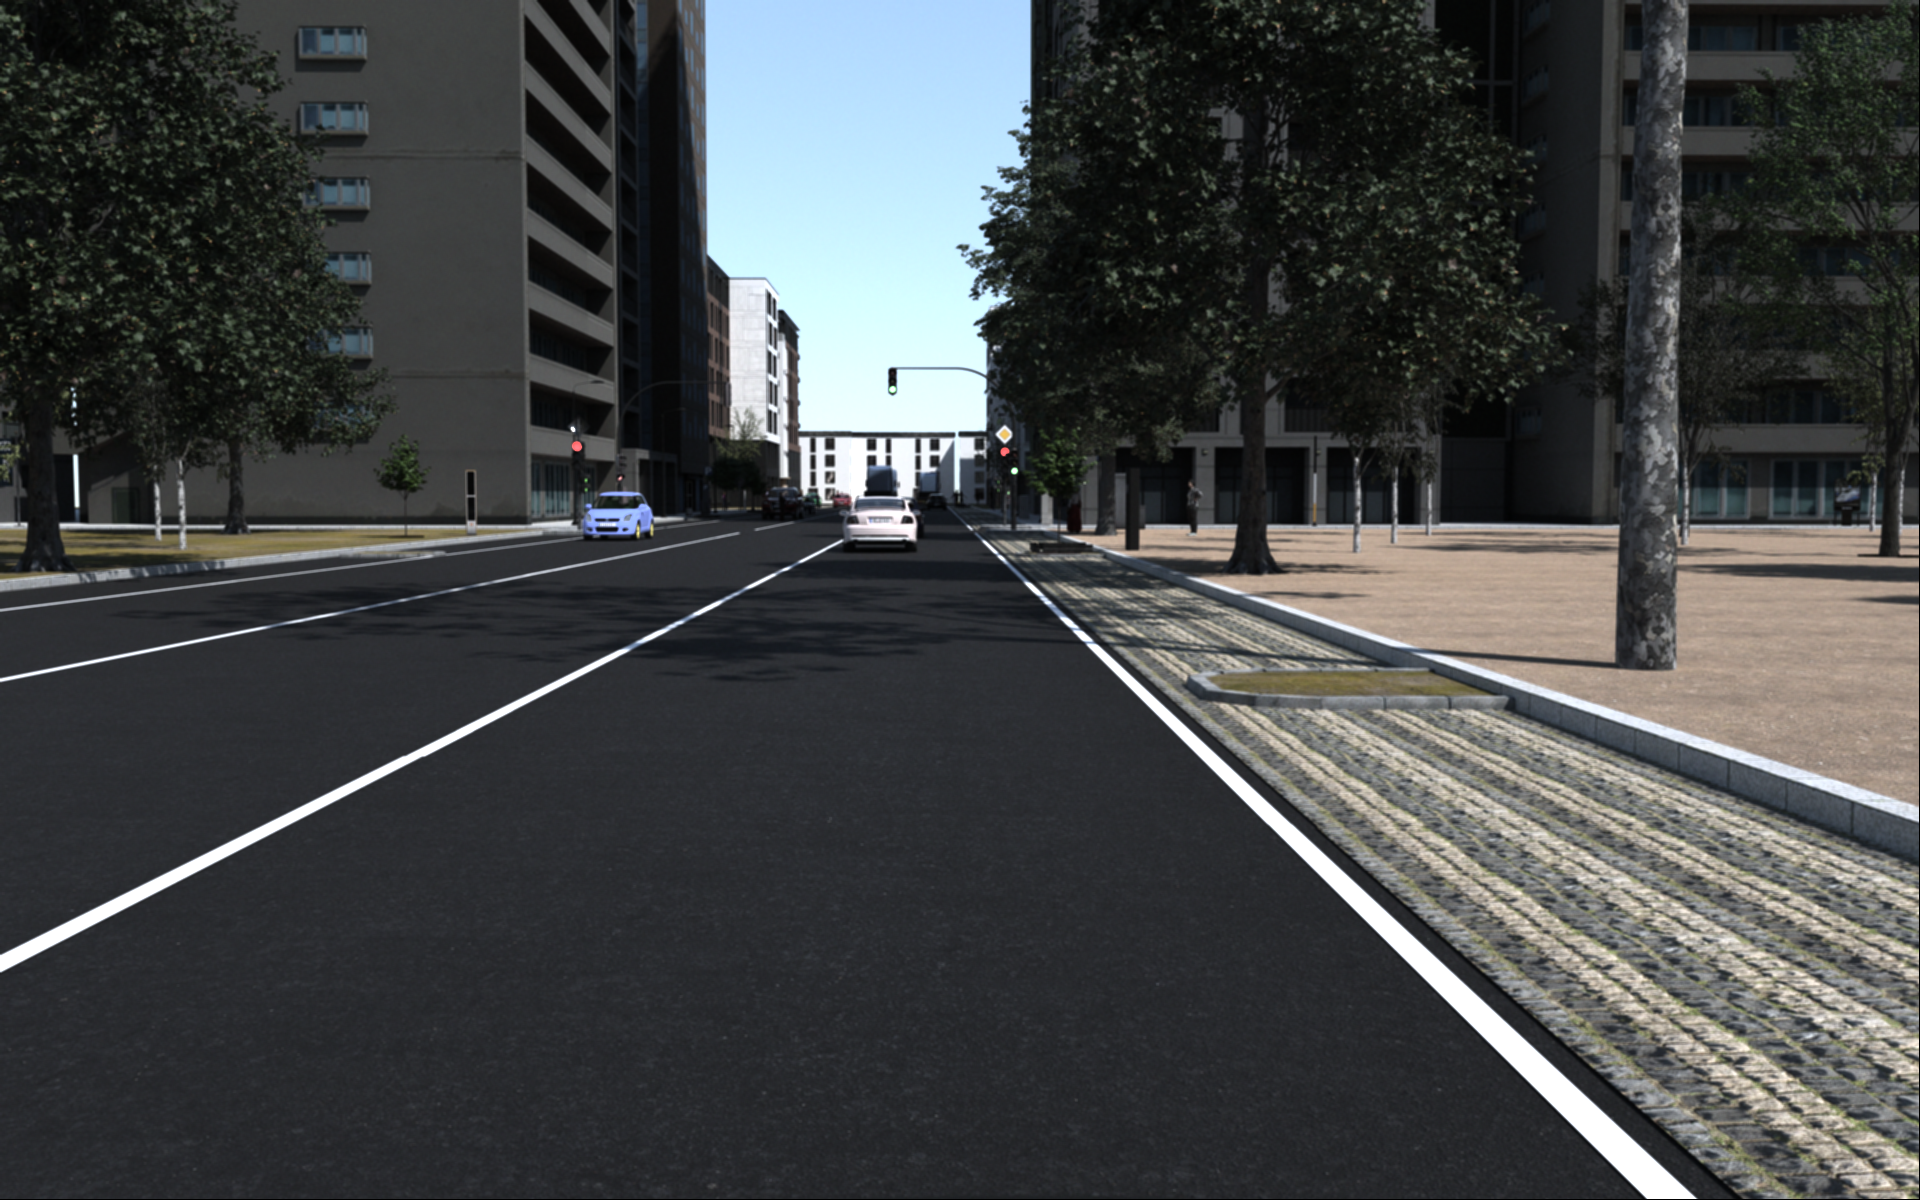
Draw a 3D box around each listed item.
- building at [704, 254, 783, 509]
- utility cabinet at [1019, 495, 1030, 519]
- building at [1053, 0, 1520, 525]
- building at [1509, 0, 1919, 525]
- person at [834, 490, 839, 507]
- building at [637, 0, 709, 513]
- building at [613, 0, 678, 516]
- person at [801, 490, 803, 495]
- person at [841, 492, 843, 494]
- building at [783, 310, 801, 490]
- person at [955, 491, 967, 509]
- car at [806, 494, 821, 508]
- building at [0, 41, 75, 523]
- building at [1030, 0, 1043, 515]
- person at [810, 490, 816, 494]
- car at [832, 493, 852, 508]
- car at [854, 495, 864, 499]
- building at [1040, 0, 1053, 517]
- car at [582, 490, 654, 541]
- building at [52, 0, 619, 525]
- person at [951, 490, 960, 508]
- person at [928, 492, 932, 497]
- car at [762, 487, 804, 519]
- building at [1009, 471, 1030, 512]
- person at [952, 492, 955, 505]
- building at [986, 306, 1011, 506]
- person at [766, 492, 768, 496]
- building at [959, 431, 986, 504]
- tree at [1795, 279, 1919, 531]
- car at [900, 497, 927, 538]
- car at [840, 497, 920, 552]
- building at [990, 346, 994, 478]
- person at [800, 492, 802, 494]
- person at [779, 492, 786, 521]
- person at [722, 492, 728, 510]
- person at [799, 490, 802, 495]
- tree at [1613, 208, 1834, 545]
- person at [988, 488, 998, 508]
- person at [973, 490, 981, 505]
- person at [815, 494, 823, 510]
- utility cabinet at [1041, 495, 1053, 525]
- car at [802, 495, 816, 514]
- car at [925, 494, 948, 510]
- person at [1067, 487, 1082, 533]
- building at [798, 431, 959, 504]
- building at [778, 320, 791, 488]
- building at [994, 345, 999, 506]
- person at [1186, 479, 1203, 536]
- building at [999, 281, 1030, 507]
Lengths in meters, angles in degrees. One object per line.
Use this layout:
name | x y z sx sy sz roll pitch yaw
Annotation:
building | -32.208 -19.411 161.338 27.936 21.610 32.646 0 4 -1
utility cabinet | 3.295 -4.780 89.320 0.306 1.237 1.020 -1 4 -14
building | 15.151 -39.222 79.533 20.611 71.187 20.563 0 4 -1
building | 36.257 -27.927 80.307 21.600 48.544 21.300 0 4 -1
person | -13.112 -10.805 185.092 0.705 1.831 1.348 -3 5 -40
building | -25.290 -28.698 119.319 14.600 45.320 14.200 0 4 -1
building | -27.730 -40.542 101.119 20.563 71.187 20.611 0 4 -1
person | -18.868 -12.283 206.969 0.705 1.812 1.348 0 4 3
person | -14.775 -12.695 216.995 0.756 1.711 0.436 -2 4 -27
building | -36.034 -22.121 205.645 32.646 21.610 27.936 0 4 -1
person | 0.134 -9.593 166.059 1.217 1.735 0.721 1 4 9
car | -15.249 -10.381 178.518 1.959 1.807 4.718 0 4 -2
building | -49.351 -18.585 75.560 14.107 30.474 14.160 0 4 -1
building | 11.543 -26.300 113.593 14.154 41.232 14.086 0 4 -1
person | -17.964 -12.569 211.535 1.348 1.826 0.705 0 4 -7
car | -12.256 -10.502 180.743 2.155 1.783 4.494 0 4 0
car | -11.938 -12.149 211.223 1.945 1.354 3.894 0 4 -1
building | 11.525 -20.064 99.754 14.160 30.474 14.107 0 4 -1
car | -10.733 -2.742 54.419 1.945 1.707 3.694 0 4 0
building | -28.644 -27.923 80.236 21.300 48.544 21.600 0 4 -1
person | -0.327 -10.547 180.574 1.348 1.869 0.705 1 4 11
person | -3.248 -11.539 197.877 1.217 1.736 0.721 -3 5 -43
car | -10.177 -5.572 99.772 2.281 1.827 5.304 0 4 1
building | 20.173 -26.993 133.223 32.217 40.220 23.993 0 4 -1
person | -0.700 -12.858 219.400 0.621 1.740 0.551 2 4 28
building | 16.960 -22.056 204.592 27.936 21.610 32.646 0 4 -1
person | -16.813 -8.949 152.232 0.599 1.838 0.709 0 4 1
building | 13.783 -17.957 235.748 28.070 9.664 9.099 0 4 -1
tree | 31.591 -6.661 59.262 4.360 8.622 3.978 0 3 0
car | -2.068 -2.788 58.171 1.945 1.354 3.894 0 4 -1
car | -2.039 -1.947 44.198 2.083 1.381 4.827 0 4 -3
building | 11.257 -19.949 182.581 16.016 20.091 11.380 0 4 -1
person | -12.455 -7.625 135.225 0.516 1.574 0.319 -3 5 -42
person | -9.459 -4.993 92.400 0.388 1.546 0.482 0 4 -1
person | -18.765 -7.928 138.895 0.776 1.435 0.726 3 4 36
person | -13.778 -8.602 149.109 0.705 1.831 1.348 3 4 36
tree | 18.394 -5.681 43.251 4.360 8.622 3.978 0 3 0
person | 3.050 -9.619 163.326 0.705 1.822 1.348 3 5 41
person | 2.081 -12.195 205.949 1.217 1.766 0.721 3 4 38
person | -12.932 -8.929 157.719 0.991 1.433 0.599 -2 4 -30
utility cabinet | 3.594 -3.822 71.174 0.318 1.500 1.173 1 4 12
car | -11.241 -6.767 123.214 1.945 1.354 3.894 0 3 0
car | -2.068 -8.762 153.046 2.009 1.686 4.222 0 4 -2
person | 3.747 -2.941 56.595 0.523 1.526 0.387 -2 4 -27
building | -14.629 -17.902 234.837 28.070 9.664 9.099 0 4 -1
building | -26.187 -20.003 183.472 16.016 20.091 11.380 0 4 -1
building | 11.779 -19.254 171.229 16.016 20.091 11.380 0 4 -1
person | 7.193 -2.854 53.428 0.376 1.734 0.841 0 4 -8
building | 12.029 -18.560 159.872 16.016 20.091 11.380 0 4 -1
